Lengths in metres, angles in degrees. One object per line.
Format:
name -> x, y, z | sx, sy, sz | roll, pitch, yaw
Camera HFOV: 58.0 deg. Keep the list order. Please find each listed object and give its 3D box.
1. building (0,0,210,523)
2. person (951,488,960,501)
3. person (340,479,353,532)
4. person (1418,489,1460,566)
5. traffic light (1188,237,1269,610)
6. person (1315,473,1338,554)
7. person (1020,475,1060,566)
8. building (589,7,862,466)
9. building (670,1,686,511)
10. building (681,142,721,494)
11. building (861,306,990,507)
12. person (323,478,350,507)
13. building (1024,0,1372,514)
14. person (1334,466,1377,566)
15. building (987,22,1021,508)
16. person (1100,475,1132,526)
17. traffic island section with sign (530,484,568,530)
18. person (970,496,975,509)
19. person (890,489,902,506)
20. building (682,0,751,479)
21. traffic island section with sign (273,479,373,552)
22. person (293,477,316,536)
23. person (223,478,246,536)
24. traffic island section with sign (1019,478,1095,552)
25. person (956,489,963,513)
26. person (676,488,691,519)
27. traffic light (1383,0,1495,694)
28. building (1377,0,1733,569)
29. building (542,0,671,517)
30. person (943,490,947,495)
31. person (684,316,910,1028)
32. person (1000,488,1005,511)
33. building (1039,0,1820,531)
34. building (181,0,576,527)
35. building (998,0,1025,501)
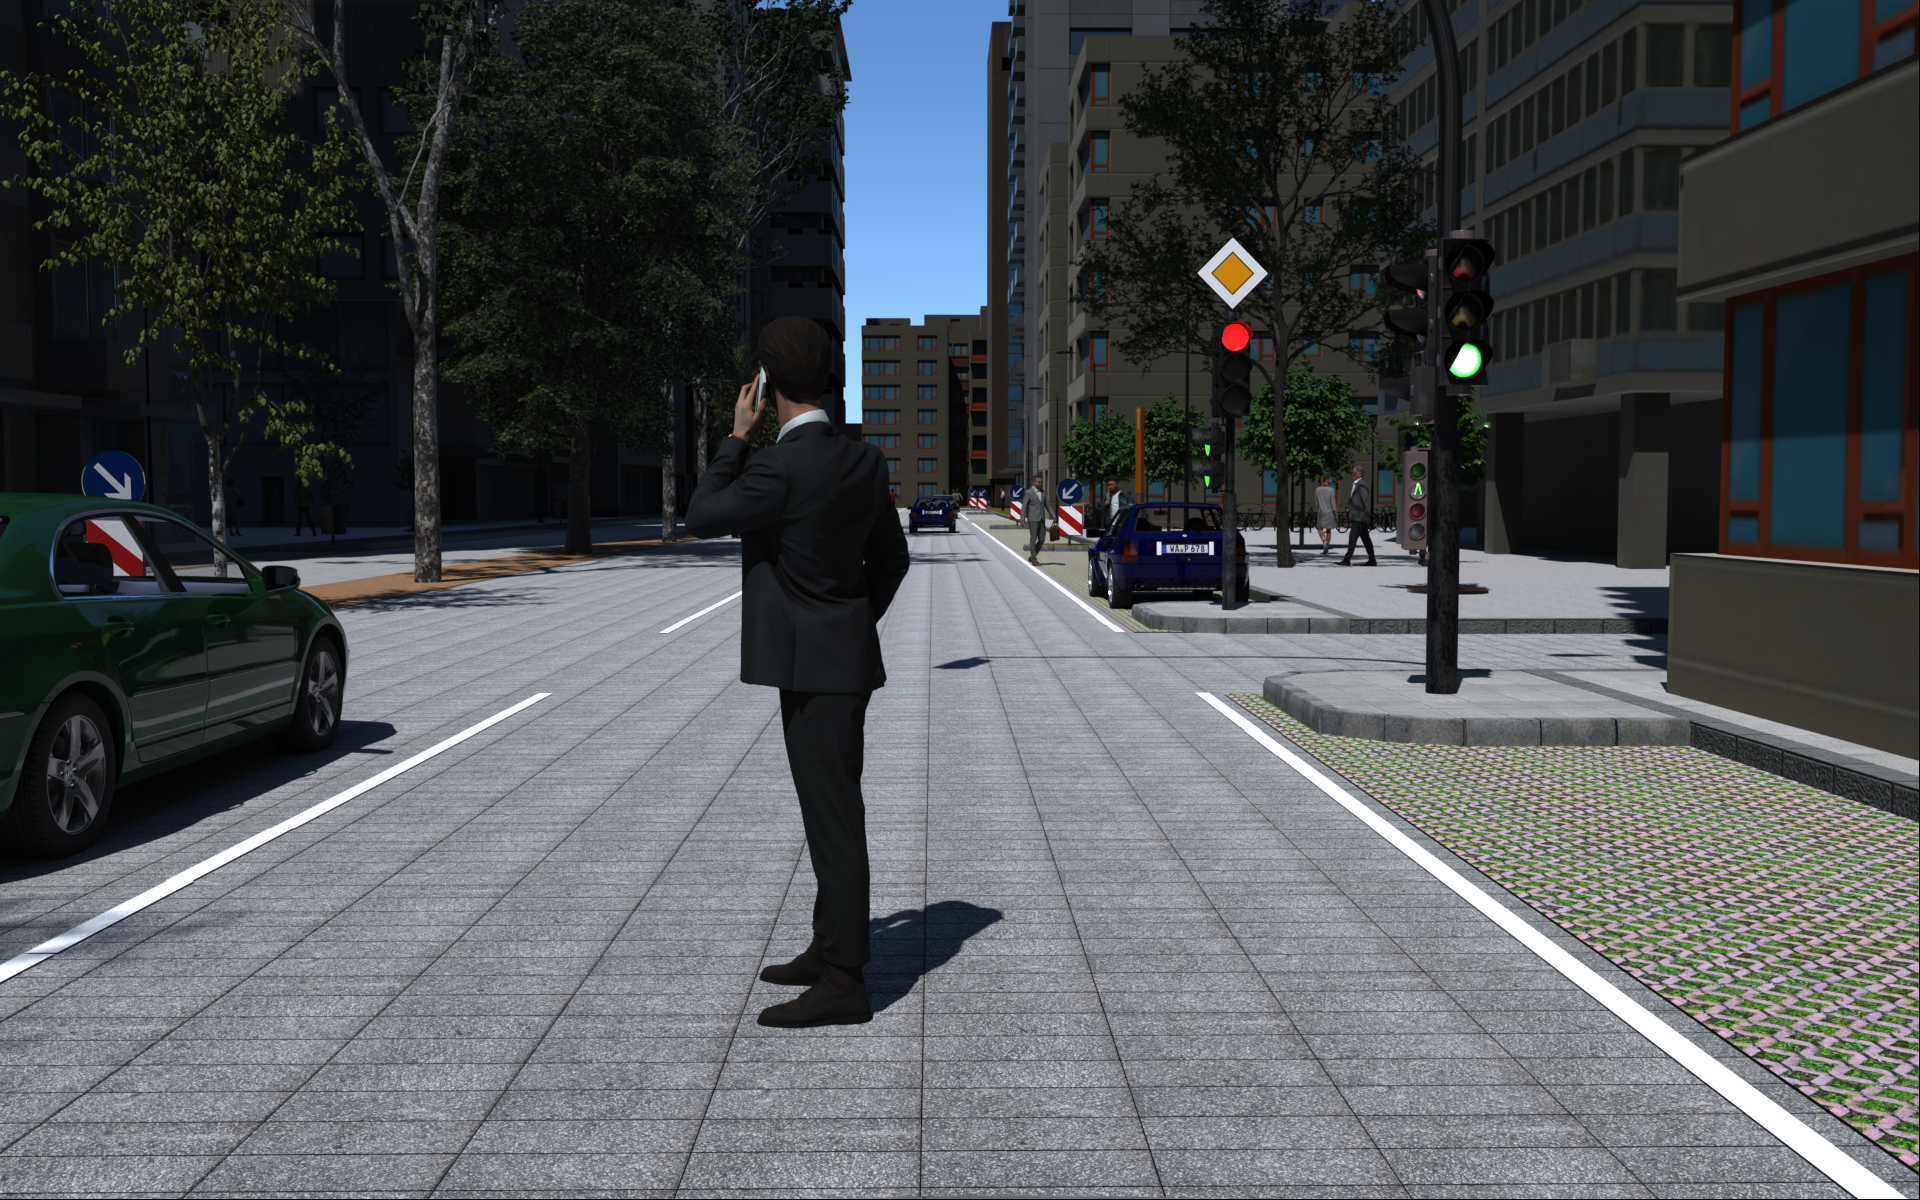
building -> -29.922, -25.228, 32.088 | 23.786, 49.044, 30.456 | 0, 4, -1
person -> -0.434, -6.739, 118.689 | 0.705, 1.824, 1.348 | -3, 5, -42
person -> -20.741, -3.177, 58.171 | 0.592, 1.802, 0.473 | 1, 4, 21
person -> 8.462, -1.518, 30.636 | 0.659, 1.850, 0.755 | -3, 5, -41
traffic light -> 2.958, -1.844, 19.076 | 0.839, 4.253, 0.868 | 0, 4, -1
person -> 7.778, -1.830, 36.714 | 0.466, 1.731, 0.760 | 0, 4, 0
person -> 1.550, -1.581, 34.462 | 0.709, 1.813, 0.853 | -3, 4, -37
building -> -24.039, -36.768, 190.397 | 27.495, 52.752, 28.713 | 0, 4, -1
building -> -27.586, -28.938, 123.239 | 14.600, 45.320, 14.200 | 0, 4, -1
building -> -27.093, -22.439, 138.571 | 14.160, 30.474, 14.107 | 0, 4, -1
building -> 4.157, -21.198, 191.630 | 28.899, 21.520, 27.650 | 0, 4, -1
person -> -19.928, -2.987, 55.156 | 0.850, 1.792, 0.678 | 2, 4, 25
building -> 14.629, -34.772, 110.516 | 21.231, 58.520, 28.212 | 0, 4, -1
person -> 7.002, -1.483, 30.692 | 0.834, 1.777, 0.661 | 0, 4, -7
building -> 9.659, -31.354, 162.746 | 14.600, 45.320, 14.200 | 0, 4, -1
person -> 2.873, -1.399, 31.716 | 0.623, 1.781, 0.721 | 0, 4, 4
traffic island section with sign -> -16.306, -3.782, 70.463 | 1.989, 1.847, 2.006 | 0, 4, -1
person -> 1.219, -9.707, 168.135 | 0.541, 1.710, 0.530 | 0, 4, 5
person -> -4.859, -7.111, 124.695 | 1.348, 1.831, 0.705 | 0, 4, -5
building -> -30.515, -44.067, 158.743 | 20.611, 71.187, 20.563 | 0, 4, -1
traffic island section with sign -> -15.908, -2.134, 43.511 | 1.989, 1.847, 2.006 | 0, 4, -1
person -> -19.974, -2.866, 52.819 | 0.836, 1.842, 0.656 | 1, 4, 22
person -> -22.134, -2.849, 52.978 | 0.716, 1.782, 0.532 | 1, 4, 9
traffic island section with sign -> 2.613, -2.150, 43.786 | 1.989, 1.847, 2.006 | 0, 4, -1
person -> -0.214, -7.674, 134.058 | 1.350, 1.814, 0.705 | 3, 5, 43
person -> -16.129, -5.678, 101.435 | 1.348, 1.812, 0.705 | 1, 4, 23
traffic light -> 0.991, -2.217, 10.918 | 4.771, 5.953, 1.251 | 0, 4, -1
building -> 22.571, -20.942, 34.289 | 23.993, 40.220, 32.217 | 0, 4, -1
building -> -29.824, -29.452, 105.237 | 21.300, 48.544, 21.600 | 0, 4, -1
person -> -1.563, -9.733, 167.663 | 1.348, 1.821, 0.705 | -3, 5, -39
person -> -0.446, 0.191, 4.744 | 0.474, 1.900, 0.648 | 1, 4, 17
person -> 3.210, -7.644, 131.957 | 0.436, 1.711, 0.756 | 1, 4, 13
building -> 18.343, -14.384, 80.211 | 27.650, 21.520, 28.899 | 0, 4, -1
building -> -32.803, -29.838, 77.083 | 28.713, 52.752, 27.495 | 0, 4, -1
building -> 15.313, -31.855, 140.430 | 23.786, 49.044, 30.456 | 0, 4, -1
